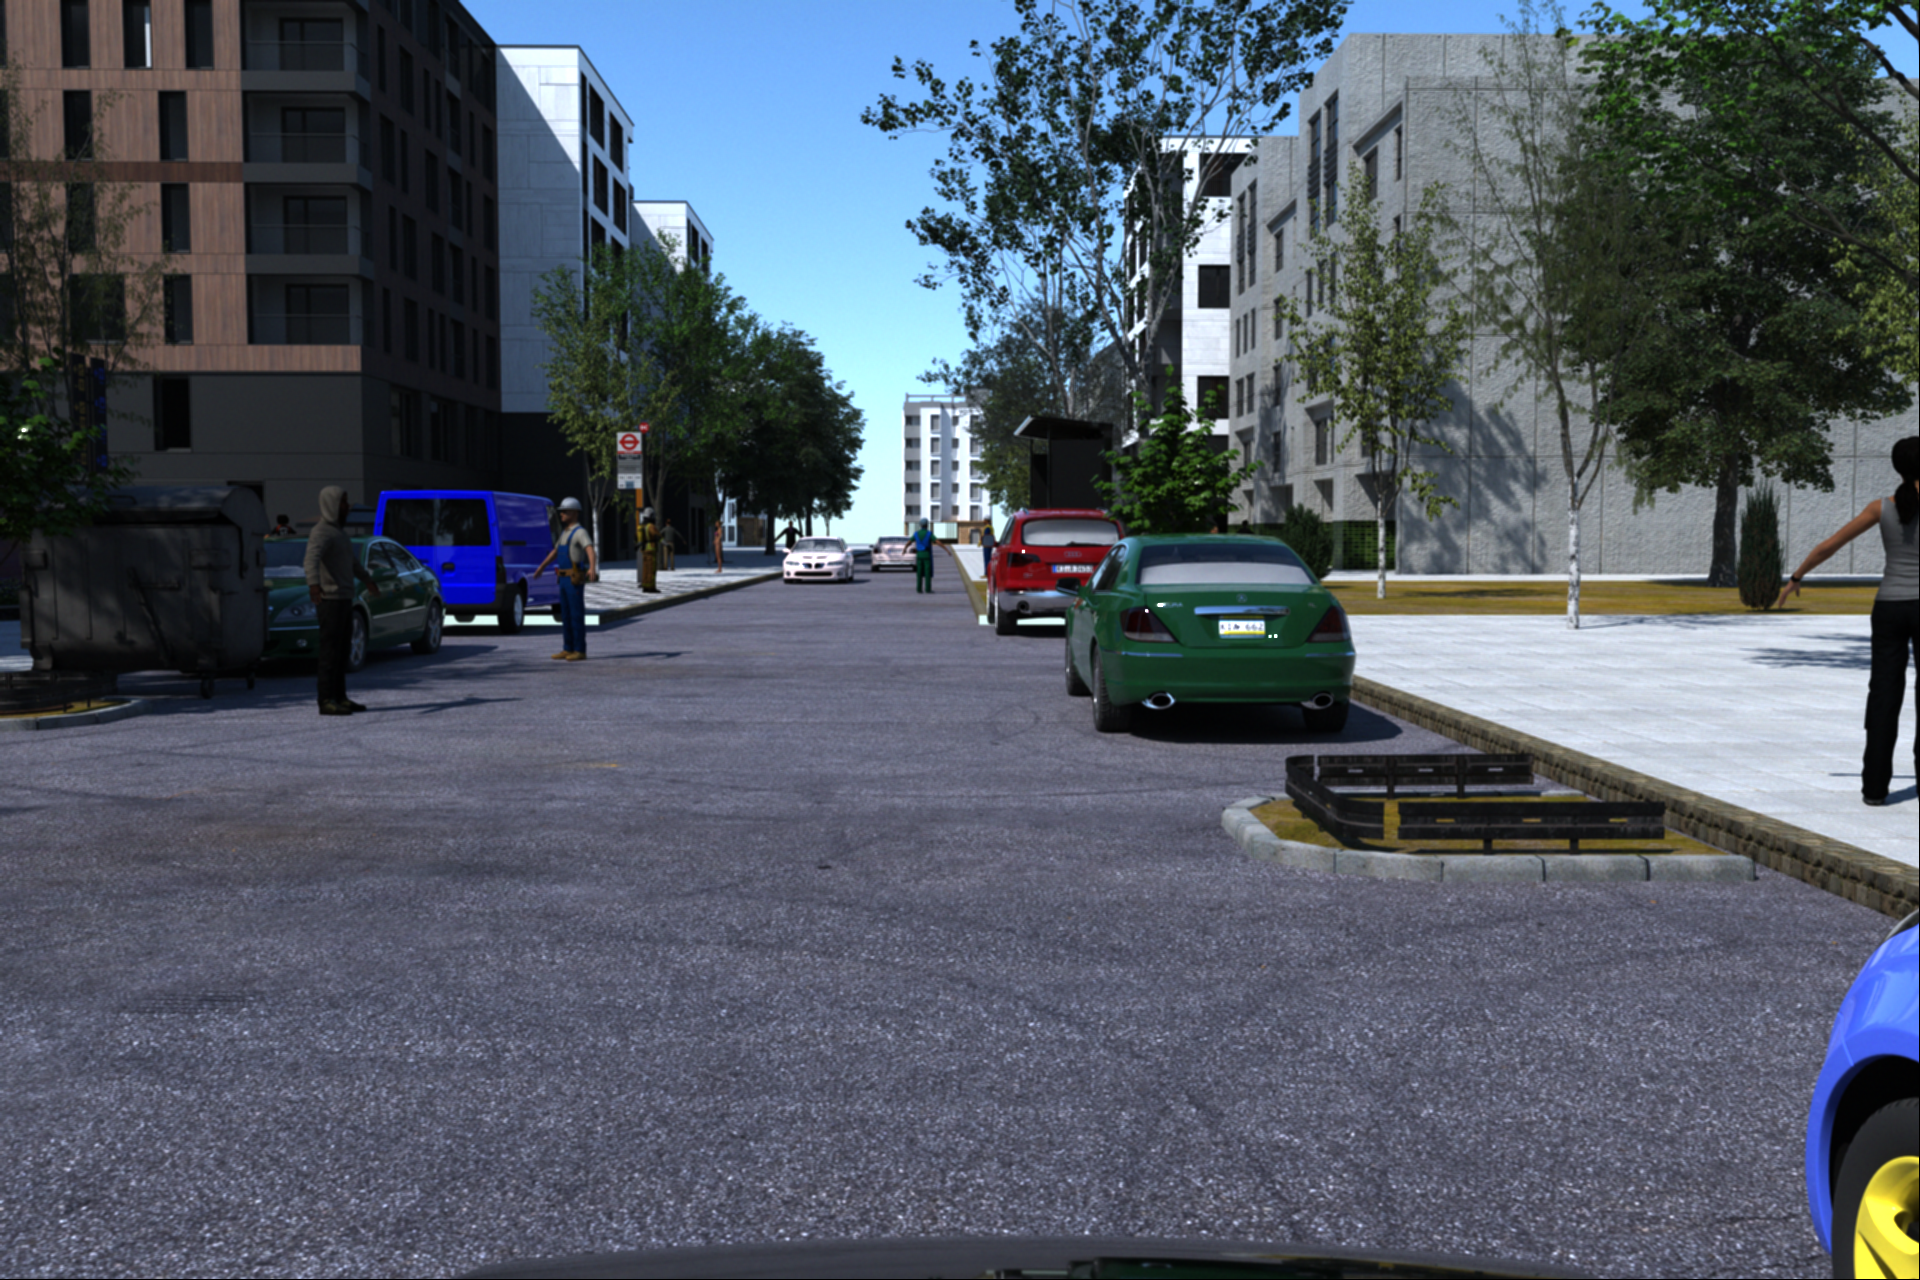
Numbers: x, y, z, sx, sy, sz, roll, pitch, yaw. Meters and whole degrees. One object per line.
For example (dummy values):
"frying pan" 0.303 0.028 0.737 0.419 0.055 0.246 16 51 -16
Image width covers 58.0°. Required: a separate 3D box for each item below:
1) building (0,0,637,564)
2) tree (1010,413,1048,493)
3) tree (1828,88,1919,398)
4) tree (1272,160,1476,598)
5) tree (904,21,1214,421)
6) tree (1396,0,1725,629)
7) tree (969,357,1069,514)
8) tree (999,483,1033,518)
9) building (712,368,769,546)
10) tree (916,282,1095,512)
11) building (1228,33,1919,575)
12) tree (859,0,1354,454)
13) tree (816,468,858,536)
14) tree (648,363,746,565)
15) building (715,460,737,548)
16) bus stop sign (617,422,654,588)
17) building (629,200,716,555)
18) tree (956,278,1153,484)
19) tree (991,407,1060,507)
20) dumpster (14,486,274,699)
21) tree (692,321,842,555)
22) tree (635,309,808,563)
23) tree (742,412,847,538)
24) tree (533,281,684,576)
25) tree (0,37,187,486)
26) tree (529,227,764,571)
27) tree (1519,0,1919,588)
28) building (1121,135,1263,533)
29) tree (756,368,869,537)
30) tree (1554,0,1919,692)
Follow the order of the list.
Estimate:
"building" -29.789 -13.844 70.329 27.936 21.610 32.646 0 4 -1
"tree" 4.399 -9.163 100.172 4.360 8.622 3.978 0 3 0
"tree" 16.087 -4.753 28.080 4.737 8.622 4.395 0 3 0
"tree" 8.298 -5.120 34.069 4.737 8.622 4.395 0 3 0
"tree" 3.088 -12.916 67.059 12.611 20.169 13.585 0 3 0
"tree" 8.463 -4.461 23.303 4.360 8.622 3.978 0 3 0
"tree" 4.039 -11.813 111.266 7.486 12.596 7.792 0 3 0
"tree" 8.482 -17.451 219.740 7.601 10.594 8.767 0 4 3
"building" -26.784 -20.235 187.265 16.016 20.090 11.380 0 4 0
"tree" 2.987 -16.890 132.033 12.611 20.169 13.585 0 3 0
"building" 21.960 -12.455 70.100 16.747 18.905 31.486 0 4 -1
"tree" 4.046 -11.825 49.233 12.611 20.169 13.585 0 3 0
"tree" -16.903 -17.958 219.372 9.928 11.665 9.643 0 3 0
"tree" -10.487 -7.374 70.921 4.737 8.622 4.395 0 3 0
"building" -26.336 -13.930 169.902 9.099 9.664 28.070 0 4 0
"bus stop sign" -7.754 -3.225 41.436 0.855 3.939 0.416 0 4 1
"building" -30.616 -15.907 104.047 27.936 21.610 32.646 0 4 -1
"tree" 4.764 -10.554 82.921 12.009 13.543 11.850 0 3 0
"tree" 3.867 -8.705 92.690 4.737 8.622 4.395 0 3 0
"dumpster" -7.260 -0.444 15.475 1.865 1.857 1.264 0 4 -1
"tree" -11.554 -12.131 104.992 9.857 13.997 8.962 0 3 0
"tree" -10.719 -9.278 77.451 9.928 11.665 9.643 0 3 0
"tree" -11.223 -11.333 119.702 7.601 10.594 8.767 1 4 22
"tree" -10.525 -6.136 50.688 4.737 8.622 4.395 0 3 0
"tree" -13.872 -4.669 26.695 4.360 8.622 3.978 0 3 0
"tree" -10.664 -8.224 60.220 9.928 11.665 9.643 0 3 0
"tree" 18.492 -8.252 41.583 9.857 13.997 8.962 0 3 0
"building" 23.568 -16.003 105.625 27.936 21.610 32.646 0 4 -1
"tree" -11.773 -13.842 132.969 9.857 13.997 8.962 0 3 0
"tree" 8.390 -5.382 13.744 9.928 11.665 9.643 0 3 0
